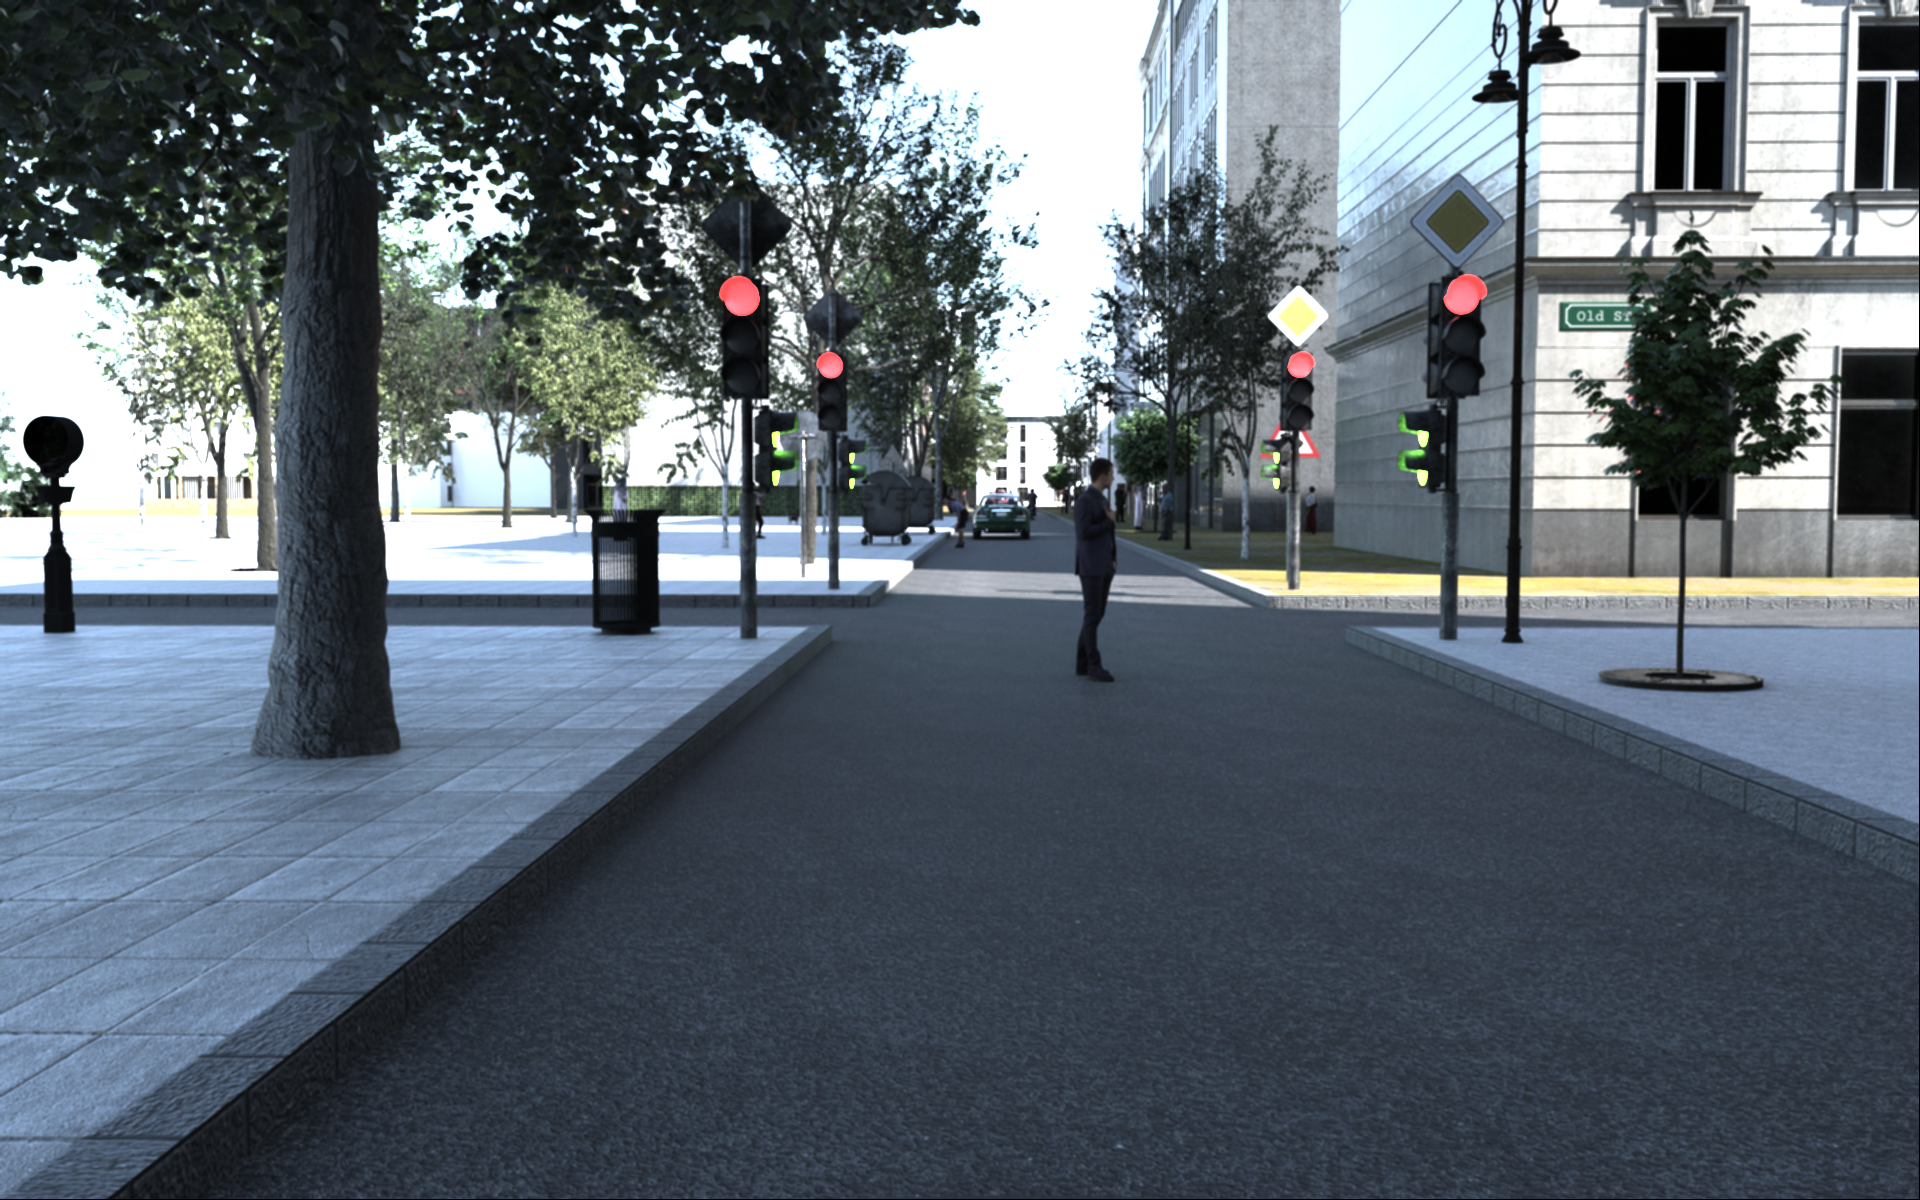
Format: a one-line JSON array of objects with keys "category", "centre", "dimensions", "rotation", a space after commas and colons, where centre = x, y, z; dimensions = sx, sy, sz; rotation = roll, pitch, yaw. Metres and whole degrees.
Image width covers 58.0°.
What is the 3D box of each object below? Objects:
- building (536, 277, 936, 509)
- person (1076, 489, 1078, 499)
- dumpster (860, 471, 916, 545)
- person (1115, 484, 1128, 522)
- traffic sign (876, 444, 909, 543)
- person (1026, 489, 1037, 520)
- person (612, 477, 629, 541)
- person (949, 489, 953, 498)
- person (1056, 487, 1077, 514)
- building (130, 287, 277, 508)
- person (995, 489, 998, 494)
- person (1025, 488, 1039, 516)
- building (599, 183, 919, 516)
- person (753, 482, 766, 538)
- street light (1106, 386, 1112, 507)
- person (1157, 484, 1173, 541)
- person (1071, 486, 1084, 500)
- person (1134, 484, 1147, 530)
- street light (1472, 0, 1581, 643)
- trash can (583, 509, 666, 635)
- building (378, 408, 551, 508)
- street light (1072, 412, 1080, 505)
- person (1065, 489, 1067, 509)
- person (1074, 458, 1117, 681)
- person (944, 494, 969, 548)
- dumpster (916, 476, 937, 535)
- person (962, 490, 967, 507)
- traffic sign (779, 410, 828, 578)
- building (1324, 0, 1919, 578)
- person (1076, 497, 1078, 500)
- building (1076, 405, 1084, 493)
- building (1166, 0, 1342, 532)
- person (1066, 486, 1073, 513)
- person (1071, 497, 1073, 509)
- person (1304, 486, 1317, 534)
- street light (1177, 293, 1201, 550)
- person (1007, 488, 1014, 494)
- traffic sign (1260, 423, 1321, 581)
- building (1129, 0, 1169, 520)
[{"category": "building", "centre": [-19.278, -19.249, 158.699], "dimensions": [32.646, 21.610, 27.936], "rotation": [0, 4, 1]}, {"category": "person", "centre": [10.264, -8.912, 152.272], "dimensions": [0.721, 1.766, 1.217], "rotation": [2, 4, 27]}, {"category": "dumpster", "centre": [-1.871, -2.328, 43.818], "dimensions": [1.264, 1.857, 1.865], "rotation": [0, 4, 1]}, {"category": "person", "centre": [7.333, -4.404, 78.736], "dimensions": [0.600, 1.739, 0.565], "rotation": [1, 4, 16]}, {"category": "traffic sign", "centre": [-1.776, -2.775, 45.374], "dimensions": [0.884, 2.594, 0.081], "rotation": [0, 4, 5]}, {"category": "person", "centre": [4.009, -5.333, 96.511], "dimensions": [0.431, 1.722, 0.655], "rotation": [-3, 5, -40]}, {"category": "person", "centre": [-9.268, -2.487, 47.377], "dimensions": [0.621, 1.740, 0.551], "rotation": [-2, 4, -33]}, {"category": "person", "centre": [-0.703, -8.884, 152.023], "dimensions": [0.721, 1.735, 1.217], "rotation": [0, 3, 0]}, {"category": "person", "centre": [6.876, -6.564, 114.082], "dimensions": [1.217, 1.743, 0.721], "rotation": [0, 4, -5]}, {"category": "building", "centre": [-69.477, -18.877, 165.059], "dimensions": [11.380, 20.091, 16.016], "rotation": [0, 4, 1]}, {"category": "person", "centre": [3.147, -8.667, 150.175], "dimensions": [0.705, 1.831, 1.348], "rotation": [2, 4, 30]}, {"category": "person", "centre": [4.776, -6.419, 113.434], "dimensions": [1.348, 1.826, 0.705], "rotation": [-3, 5, -44]}, {"category": "building", "centre": [-11.840, -15.180, 114.658], "dimensions": [16.747, 18.905, 31.486], "rotation": [0, 4, 1]}, {"category": "person", "centre": [-5.859, -2.613, 50.225], "dimensions": [0.566, 1.644, 0.517], "rotation": [1, 4, 17]}, {"category": "street light", "centre": [5.972, -5.900, 69.258], "dimensions": [0.468, 5.910, 1.993], "rotation": [0, 4, 1]}, {"category": "person", "centre": [5.622, -2.395, 47.412], "dimensions": [0.429, 1.552, 0.499], "rotation": [1, 4, 11]}, {"category": "person", "centre": [7.504, -6.257, 108.362], "dimensions": [0.705, 1.823, 1.348], "rotation": [-3, 5, -43]}, {"category": "person", "centre": [6.487, -3.393, 62.190], "dimensions": [0.621, 1.740, 0.551], "rotation": [-3, 5, -44]}, {"category": "street light", "centre": [4.782, -2.570, 14.814], "dimensions": [0.468, 5.910, 1.993], "rotation": [0, 4, 1]}, {"category": "trash can", "centre": [-3.081, -0.263, 15.961], "dimensions": [0.748, 1.137, 0.748], "rotation": [0, 3, 0]}, {"category": "building", "centre": [-49.421, -13.885, 169.173], "dimensions": [28.070, 9.664, 9.099], "rotation": [0, 4, 1]}, {"category": "street light", "centre": [6.537, -7.655, 97.940], "dimensions": [0.468, 5.910, 1.993], "rotation": [0, 4, 1]}, {"category": "person", "centre": [9.311, -8.759, 149.972], "dimensions": [0.721, 1.735, 1.217], "rotation": [-2, 4, -33]}, {"category": "person", "centre": [1.057, -0.247, 13.454], "dimensions": [0.530, 1.710, 0.541], "rotation": [3, 4, 36]}, {"category": "person", "centre": [-0.094, -2.115, 46.308], "dimensions": [0.697, 1.427, 0.421], "rotation": [-2, 4, -26]}, {"category": "dumpster", "centre": [-1.407, -3.042, 55.501], "dimensions": [1.264, 1.857, 1.865], "rotation": [0, 4, 1]}, {"category": "person", "centre": [0.420, -8.154, 140.830], "dimensions": [0.415, 1.643, 0.593], "rotation": [-2, 4, -34]}, {"category": "traffic sign", "centre": [-2.387, -1.603, 26.310], "dimensions": [0.768, 2.556, 0.104], "rotation": [1, 4, 11]}, {"category": "building", "centre": [30.399, -15.702, 33.146], "dimensions": [44.131, 29.872, 17.030], "rotation": [0, 4, 1]}, {"category": "person", "centre": [9.400, -7.651, 134.401], "dimensions": [1.065, 1.426, 0.557], "rotation": [3, 4, 36]}, {"category": "building", "centre": [15.956, -13.189, 157.784], "dimensions": [9.099, 9.664, 28.070], "rotation": [0, 4, 1]}, {"category": "building", "centre": [15.103, -15.271, 67.703], "dimensions": [12.078, 24.808, 19.932], "rotation": [0, 4, 1]}, {"category": "person", "centre": [7.365, -6.767, 116.701], "dimensions": [0.705, 1.822, 1.348], "rotation": [2, 4, 31]}, {"category": "person", "centre": [8.854, -7.960, 139.416], "dimensions": [0.421, 1.427, 0.697], "rotation": [-1, 4, -14]}, {"category": "person", "centre": [11.170, -2.851, 55.128], "dimensions": [0.387, 1.526, 0.523], "rotation": [1, 4, 16]}, {"category": "street light", "centre": [5.261, -4.103, 39.870], "dimensions": [0.468, 5.910, 1.993], "rotation": [0, 4, 1]}, {"category": "person", "centre": [3.590, -7.111, 124.636], "dimensions": [0.709, 1.838, 0.599], "rotation": [1, 4, 22]}, {"category": "traffic sign", "centre": [4.834, -1.555, 25.421], "dimensions": [0.884, 2.594, 0.081], "rotation": [0, 4, 2]}, {"category": "building", "centre": [16.129, -18.467, 87.847], "dimensions": [13.634, 28.700, 20.117], "rotation": [0, 4, 1]}]
